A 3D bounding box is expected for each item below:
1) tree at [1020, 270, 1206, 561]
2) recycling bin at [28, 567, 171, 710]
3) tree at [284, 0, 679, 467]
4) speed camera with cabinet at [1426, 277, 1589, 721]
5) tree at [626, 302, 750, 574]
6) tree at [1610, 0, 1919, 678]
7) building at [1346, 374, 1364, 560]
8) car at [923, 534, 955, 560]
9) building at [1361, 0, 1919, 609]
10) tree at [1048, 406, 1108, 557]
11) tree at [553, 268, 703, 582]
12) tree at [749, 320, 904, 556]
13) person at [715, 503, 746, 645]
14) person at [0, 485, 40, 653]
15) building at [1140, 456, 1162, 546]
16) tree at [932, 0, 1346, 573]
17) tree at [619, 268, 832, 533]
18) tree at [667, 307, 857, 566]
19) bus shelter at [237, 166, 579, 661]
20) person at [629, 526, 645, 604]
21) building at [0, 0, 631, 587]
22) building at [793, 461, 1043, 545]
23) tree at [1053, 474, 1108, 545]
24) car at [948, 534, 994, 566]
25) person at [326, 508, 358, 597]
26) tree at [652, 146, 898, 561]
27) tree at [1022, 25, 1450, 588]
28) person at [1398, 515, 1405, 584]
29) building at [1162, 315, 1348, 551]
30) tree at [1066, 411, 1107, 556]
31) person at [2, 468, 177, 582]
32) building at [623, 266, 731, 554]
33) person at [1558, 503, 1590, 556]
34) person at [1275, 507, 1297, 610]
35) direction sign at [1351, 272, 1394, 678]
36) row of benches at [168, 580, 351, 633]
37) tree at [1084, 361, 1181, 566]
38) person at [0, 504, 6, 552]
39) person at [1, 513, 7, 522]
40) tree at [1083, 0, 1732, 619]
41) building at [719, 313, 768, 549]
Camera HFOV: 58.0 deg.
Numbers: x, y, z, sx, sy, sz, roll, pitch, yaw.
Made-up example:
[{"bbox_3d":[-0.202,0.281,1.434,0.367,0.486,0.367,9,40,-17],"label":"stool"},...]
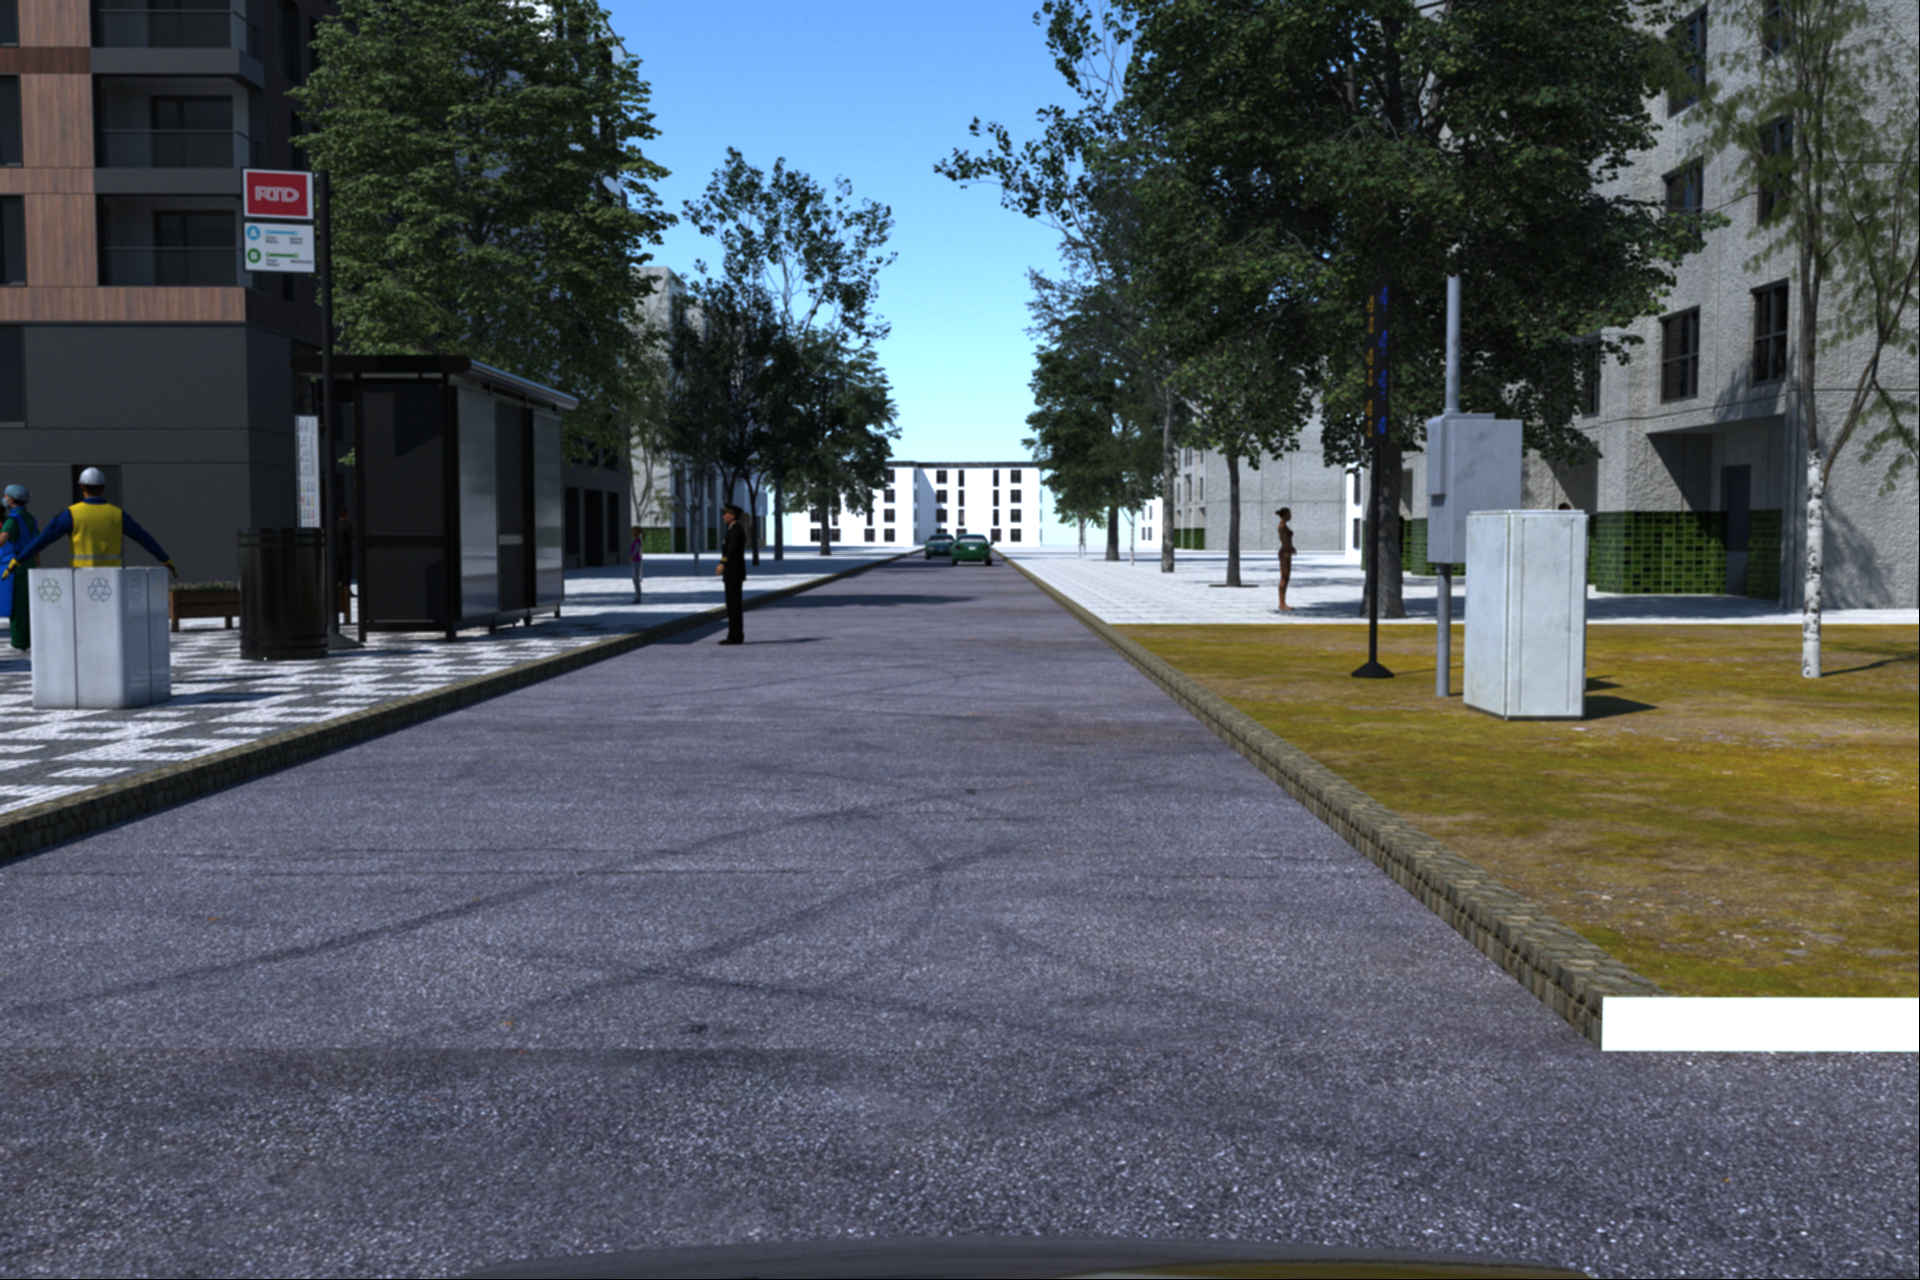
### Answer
[{"bbox_3d":[7.148,-10.696,81.535,9.857,13.997,8.962,0,3,0],"label":"tree"},{"bbox_3d":[-6.422,-0.025,12.959,0.722,1.027,0.722,0,4,2],"label":"recycling bin"},{"bbox_3d":[-8.732,-6.937,31.544,7.486,12.596,7.792,0,3,0],"label":"tree"},{"bbox_3d":[4.003,-1.127,12.765,0.660,3.252,2.038,0,4,0],"label":"speed camera with cabinet"},{"bbox_3d":[-8.310,-6.380,54.679,4.360,8.622,3.978,0,3,0],"label":"tree"},{"bbox_3d":[7.511,-3.983,15.487,4.360,8.622,3.978,0,3,0],"label":"tree"},{"bbox_3d":[24.229,-8.129,75.049,9.099,9.664,28.070,0,4,0],"label":"building"},{"bbox_3d":[-1.036,-5.301,98.462,2.131,1.459,4.920,0,4,0],"label":"car"},{"bbox_3d":[22.496,-10.901,44.695,16.747,18.905,31.486,0,3,0],"label":"building"},{"bbox_3d":[6.864,-8.897,95.825,4.737,8.622,4.395,0,3,0],"label":"tree"},{"bbox_3d":[-8.512,-5.879,46.482,4.360,8.622,3.978,0,3,0],"label":"tree"},{"bbox_3d":[-8.010,-11.941,101.882,9.857,13.997,8.962,0,3,0],"label":"tree"},{"bbox_3d":[-2.972,-0.864,22.523,0.705,1.837,1.347,0,4,0],"label":"person"},{"bbox_3d":[-10.257,-0.776,18.812,0.704,1.817,1.347,0,4,-5],"label":"person"},{"bbox_3d":[24.595,-14.536,179.815,9.099,9.664,28.070,0,3,0],"label":"building"},{"bbox_3d":[5.576,-12.346,57.741,12.611,20.169,13.585,0,3,0],"label":"tree"},{"bbox_3d":[-8.425,-7.795,61.856,8.767,10.594,7.601,1,4,8],"label":"tree"},{"bbox_3d":[-8.250,-8.320,70.444,8.767,10.594,7.601,0,4,4],"label":"tree"},{"bbox_3d":[-6.788,-2.697,21.731,2.179,5.291,8.768,0,4,-1],"label":"bus shelter"},{"bbox_3d":[-6.034,-1.388,31.956,0.599,1.433,0.991,-1,4,-9],"label":"person"},{"bbox_3d":[-27.899,-13.067,57.623,27.936,21.610,32.646,0,4,-1],"label":"building"},{"bbox_3d":[-4.671,-15.585,199.423,28.070,9.664,9.099,1,4,8],"label":"building"},{"bbox_3d":[14.551,-17.326,201.405,7.486,12.596,7.792,0,3,0],"label":"tree"},{"bbox_3d":[0.525,-4.107,78.946,2.131,1.459,4.920,0,4,-1],"label":"car"},{"bbox_3d":[-12.454,-1.765,35.085,1.346,1.802,0.704,2,4,33],"label":"person"},{"bbox_3d":[-8.967,-13.973,84.349,12.611,20.169,13.585,0,3,0],"label":"tree"},{"bbox_3d":[6.624,-8.018,41.469,12.009,13.543,11.850,0,3,0],"label":"tree"},{"bbox_3d":[10.745,-2.206,42.791,0.721,1.740,1.216,1,4,22],"label":"person"},{"bbox_3d":[27.254,-17.166,147.128,16.747,18.905,31.486,0,4,1],"label":"building"},{"bbox_3d":[7.357,-9.314,102.642,4.360,8.622,3.978,0,3,0],"label":"tree"},{"bbox_3d":[-7.234,-0.520,14.478,1.349,1.833,0.705,-3,5,-39],"label":"person"},{"bbox_3d":[-27.680,-16.144,130.414,16.747,18.905,31.486,0,4,0],"label":"building"},{"bbox_3d":[10.011,-1.370,28.669,1.348,1.796,0.705,-3,5,-44],"label":"person"},{"bbox_3d":[5.610,-1.388,29.492,0.721,1.733,1.217,0,4,6],"label":"person"},{"bbox_3d":[3.714,-1.436,15.479,0.379,3.537,0.876,0,4,1],"label":"direction sign"},{"bbox_3d":[-10.152,-0.462,23.009,1.422,0.672,4.104,3,5,41],"label":"row of benches"},{"bbox_3d":[6.932,-7.299,69.709,4.360,8.622,3.978,0,3,0],"label":"tree"},{"bbox_3d":[-17.561,-1.561,31.671,1.345,1.843,0.704,0,4,6],"label":"person"},{"bbox_3d":[-21.444,-2.018,38.781,1.354,1.856,0.705,1,4,14],"label":"person"},{"bbox_3d":[6.520,-7.304,26.082,9.857,13.997,8.962,0,3,0],"label":"tree"},{"bbox_3d":[-23.050,-17.898,149.047,16.016,20.090,11.380,0,4,0],"label":"building"}]
